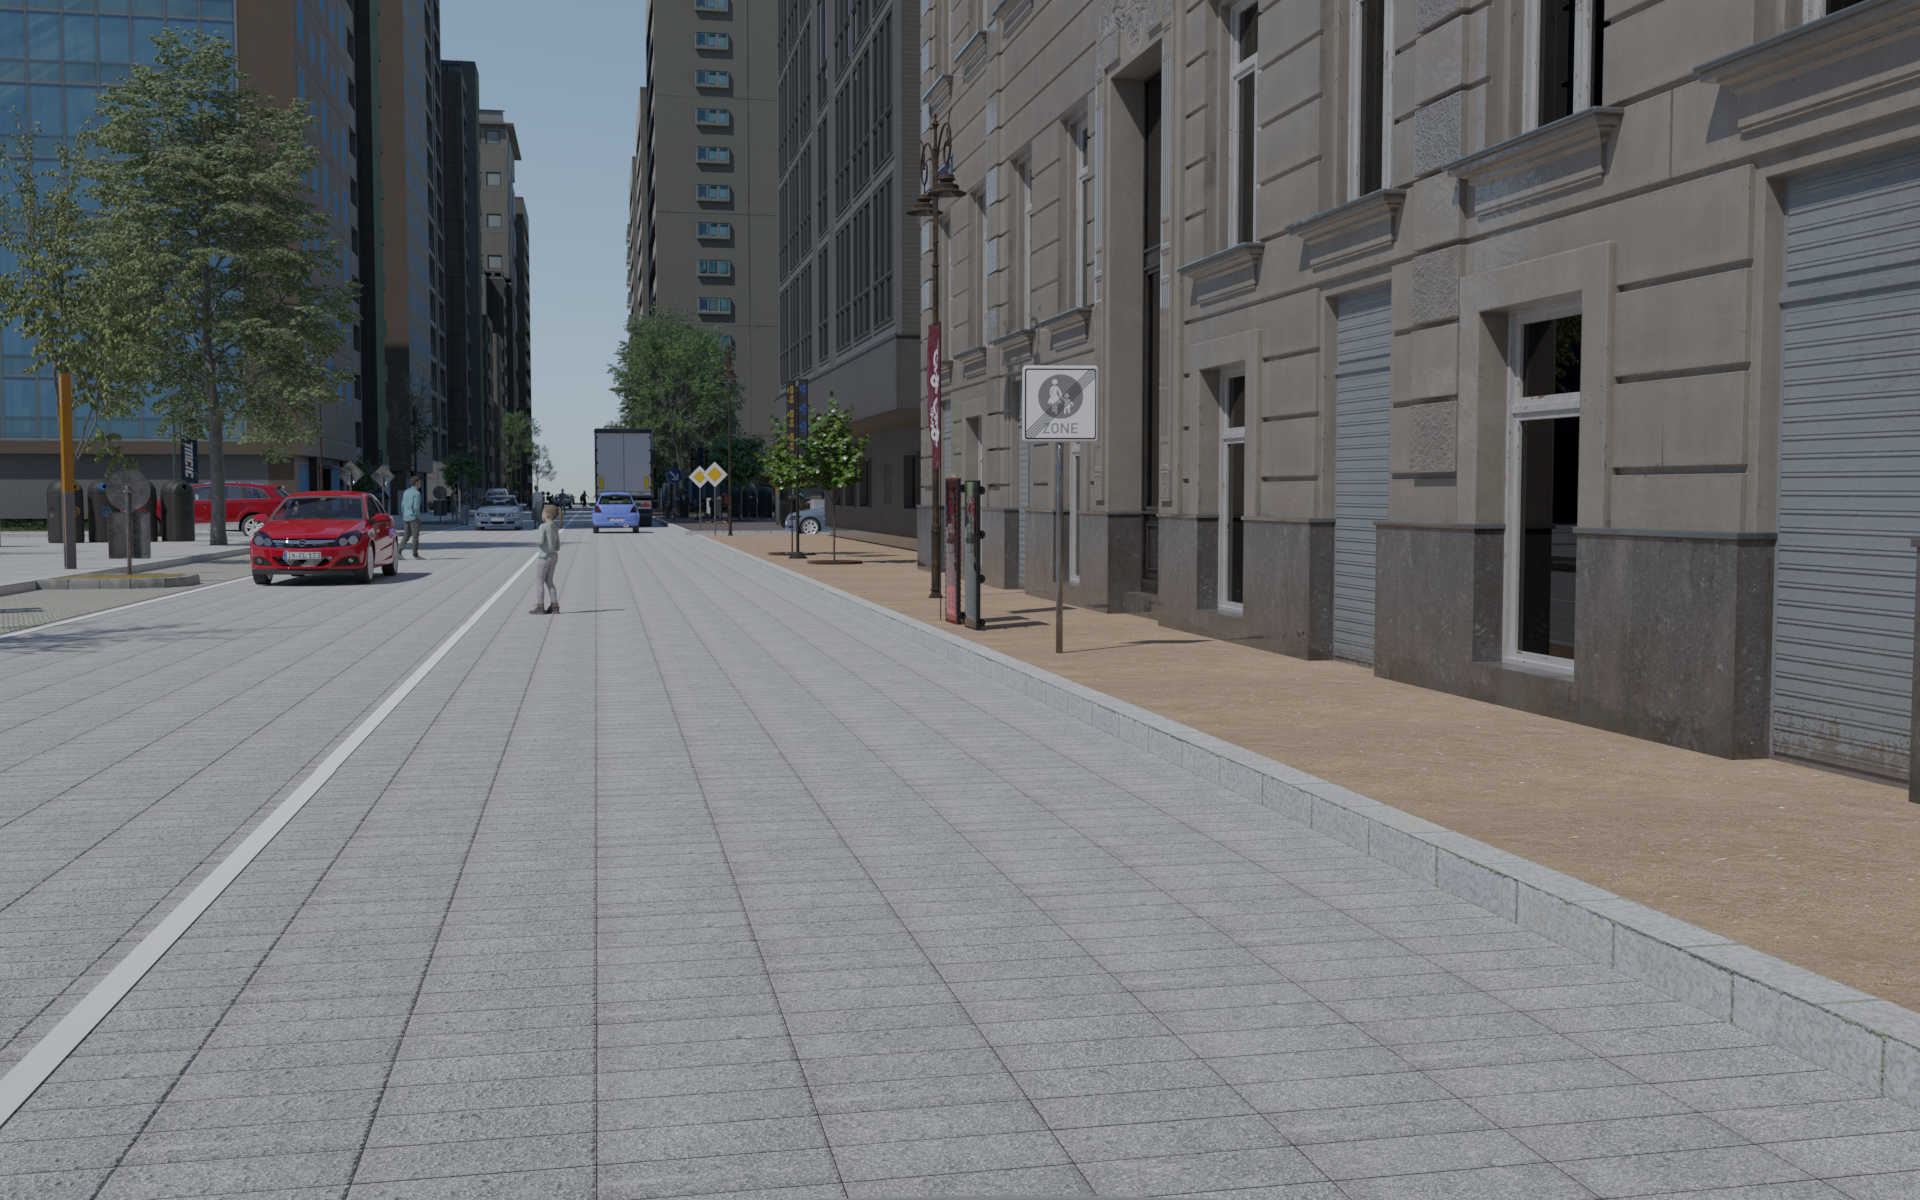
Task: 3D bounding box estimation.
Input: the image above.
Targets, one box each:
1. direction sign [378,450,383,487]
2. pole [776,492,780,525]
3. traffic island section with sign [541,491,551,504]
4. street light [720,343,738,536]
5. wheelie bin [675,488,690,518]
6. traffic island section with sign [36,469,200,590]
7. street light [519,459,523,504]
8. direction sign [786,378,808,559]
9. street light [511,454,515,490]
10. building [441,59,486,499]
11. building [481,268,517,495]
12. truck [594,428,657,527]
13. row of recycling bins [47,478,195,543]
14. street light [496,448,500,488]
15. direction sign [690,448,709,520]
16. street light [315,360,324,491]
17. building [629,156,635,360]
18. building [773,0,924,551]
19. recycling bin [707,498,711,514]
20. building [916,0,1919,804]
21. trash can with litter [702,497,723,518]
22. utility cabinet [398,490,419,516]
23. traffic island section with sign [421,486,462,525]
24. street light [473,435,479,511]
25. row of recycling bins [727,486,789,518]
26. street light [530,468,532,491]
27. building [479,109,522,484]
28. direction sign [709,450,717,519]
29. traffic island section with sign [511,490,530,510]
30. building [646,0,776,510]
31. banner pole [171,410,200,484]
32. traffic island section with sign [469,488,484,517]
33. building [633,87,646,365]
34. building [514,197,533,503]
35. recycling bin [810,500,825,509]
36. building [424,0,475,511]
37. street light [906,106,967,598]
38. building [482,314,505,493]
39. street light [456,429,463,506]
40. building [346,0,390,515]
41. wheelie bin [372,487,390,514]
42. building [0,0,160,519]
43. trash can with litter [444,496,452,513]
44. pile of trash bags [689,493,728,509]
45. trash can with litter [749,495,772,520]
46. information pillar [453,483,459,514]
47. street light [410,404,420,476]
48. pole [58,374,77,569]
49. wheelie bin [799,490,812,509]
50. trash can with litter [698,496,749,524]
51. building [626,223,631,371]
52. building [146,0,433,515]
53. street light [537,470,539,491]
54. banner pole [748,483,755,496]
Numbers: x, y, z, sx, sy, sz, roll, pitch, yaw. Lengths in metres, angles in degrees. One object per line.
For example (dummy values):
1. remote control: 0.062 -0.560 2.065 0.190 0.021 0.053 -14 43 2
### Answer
1. direction sign: -29.816 -5.943 89.168 0.379 3.537 0.876 0 4 -5
2. pole: -7.593 -4.783 72.051 0.158 3.312 0.155 0 3 0
3. traffic island section with sign: -62.671 -15.613 263.901 1.989 1.847 2.006 -1 4 -12
4. street light: -7.069 -4.915 53.141 0.468 5.910 1.993 -1 4 -12
5. wheelie bin: -15.011 -5.249 93.727 0.693 1.594 0.980 -2 4 -34
6. traffic island section with sign: -12.968 -1.114 26.849 1.989 1.847 2.006 -1 4 -12
7. street light: -54.590 -14.838 215.386 0.468 5.910 1.993 -1 4 -12
8. direction sign: -3.226 -2.591 34.357 0.379 3.537 0.876 -2 4 -32
9. street light: -50.606 -13.673 196.342 0.468 5.910 1.993 -1 4 -12
10. building: -51.148 -28.989 157.572 14.154 41.232 14.086 -1 4 -12
11. building: -64.220 -27.465 220.748 14.160 30.474 14.107 -1 4 -12
12. truck: -15.306 -5.532 79.362 2.839 4.237 11.283 -1 4 -10
13. row of recycling bins: -22.335 -2.387 46.142 3.534 1.692 1.069 -2 4 -32
14. street light: -44.050 -11.779 165.374 0.468 5.910 1.993 -1 4 -12
15. direction sign: -12.981 -5.722 85.559 0.876 3.537 0.379 3 4 36
16. street light: -21.834 -5.283 59.159 0.468 5.910 1.993 -1 4 -12
17. building: -34.218 -37.580 238.140 21.300 48.544 21.600 -1 4 -12
18. building: 3.607 -15.216 42.294 14.314 27.812 24.014 -1 4 -12
19. recycling bin: -15.621 -5.965 110.084 0.722 1.027 0.722 1 4 20
20. building: 7.271 -13.502 18.029 12.463 27.353 25.104 -1 4 -12
21. trash can with litter: -13.088 -4.892 91.370 0.624 1.170 1.055 3 4 37
22. utility cabinet: -32.549 -5.721 102.210 1.173 1.500 0.318 -1 4 -22
23. traffic island section with sign: -24.429 -4.459 81.526 1.989 1.847 2.006 -1 4 -12
24. street light: -37.544 -9.880 134.325 0.468 5.910 1.993 -1 4 -12
25. row of recycling bins: -11.011 -5.342 94.456 3.534 1.692 1.069 1 4 12
26. street light: -60.907 -16.707 245.953 0.468 5.910 1.993 -1 4 -12
27. building: -75.394 -39.737 238.946 28.713 52.752 27.495 -1 4 -12
28. direction sign: -12.894 -5.981 89.783 0.876 3.537 0.379 3 4 37
29. traffic island section with sign: -40.299 -9.087 157.197 1.989 1.847 2.006 -1 4 -12
30. building: -16.083 -32.253 151.037 21.300 48.544 21.600 -1 4 -12
31. banner pole: -22.635 -3.699 50.490 0.863 3.779 0.401 -2 4 -29
32. traffic island section with sign: -30.030 -6.089 108.181 1.989 1.847 2.006 -1 4 -12
33. building: -26.115 -35.238 199.845 21.300 48.544 21.600 -1 4 -12
34. building: -76.927 -39.195 264.533 21.300 48.544 21.600 -1 4 -12
35. recycling bin: -6.496 -4.117 79.866 0.722 1.027 0.722 -1 4 -15
36. building: -50.393 -42.867 139.125 20.563 71.187 20.611 -1 4 -12
37. street light: -0.300 -2.961 21.199 0.468 5.910 1.993 -1 4 -12
38. building: -61.895 -20.370 178.093 27.650 21.520 28.899 -1 4 -12
39. street light: -34.575 -9.001 119.959 0.468 5.910 1.993 -1 4 -12
40. building: -37.561 -19.376 88.503 14.160 30.474 14.107 -1 4 -12
41. wheelie bin: -26.667 -4.390 79.689 0.693 1.594 0.980 -3 4 -37
42. building: -31.874 -25.476 66.646 14.600 45.320 14.200 -1 4 -12
43. trash can with litter: -34.902 -6.537 118.260 0.624 1.170 1.055 0 4 -7
44. pile of trash bags: -18.677 -7.350 129.928 1.912 1.369 3.447 3 5 39
45. trash can with litter: -10.428 -4.681 87.592 1.678 1.210 2.233 -3 5 -43
46. information pillar: -32.131 -6.477 110.385 0.304 2.012 0.304 -2 4 -26
47. street light: -28.158 -7.143 89.569 0.468 5.910 1.993 -1 4 -12
48. pole: -15.225 -2.184 29.545 0.158 3.312 0.155 0 3 0
49. wheelie bin: -10.979 -7.010 122.525 0.980 1.594 0.693 -3 5 -40
50. trash can with litter: -10.689 -3.972 75.999 1.678 1.210 2.233 -3 4 -38
51. building: -42.101 -40.290 278.349 23.786 49.044 30.456 -1 4 -12
52. building: -41.620 -28.115 109.793 14.600 45.320 14.200 -1 4 -12
53. street light: -67.301 -18.566 276.348 0.468 5.910 1.993 -1 4 -12
54. banner pole: -11.038 -6.202 91.428 0.401 3.779 0.863 2 4 28
